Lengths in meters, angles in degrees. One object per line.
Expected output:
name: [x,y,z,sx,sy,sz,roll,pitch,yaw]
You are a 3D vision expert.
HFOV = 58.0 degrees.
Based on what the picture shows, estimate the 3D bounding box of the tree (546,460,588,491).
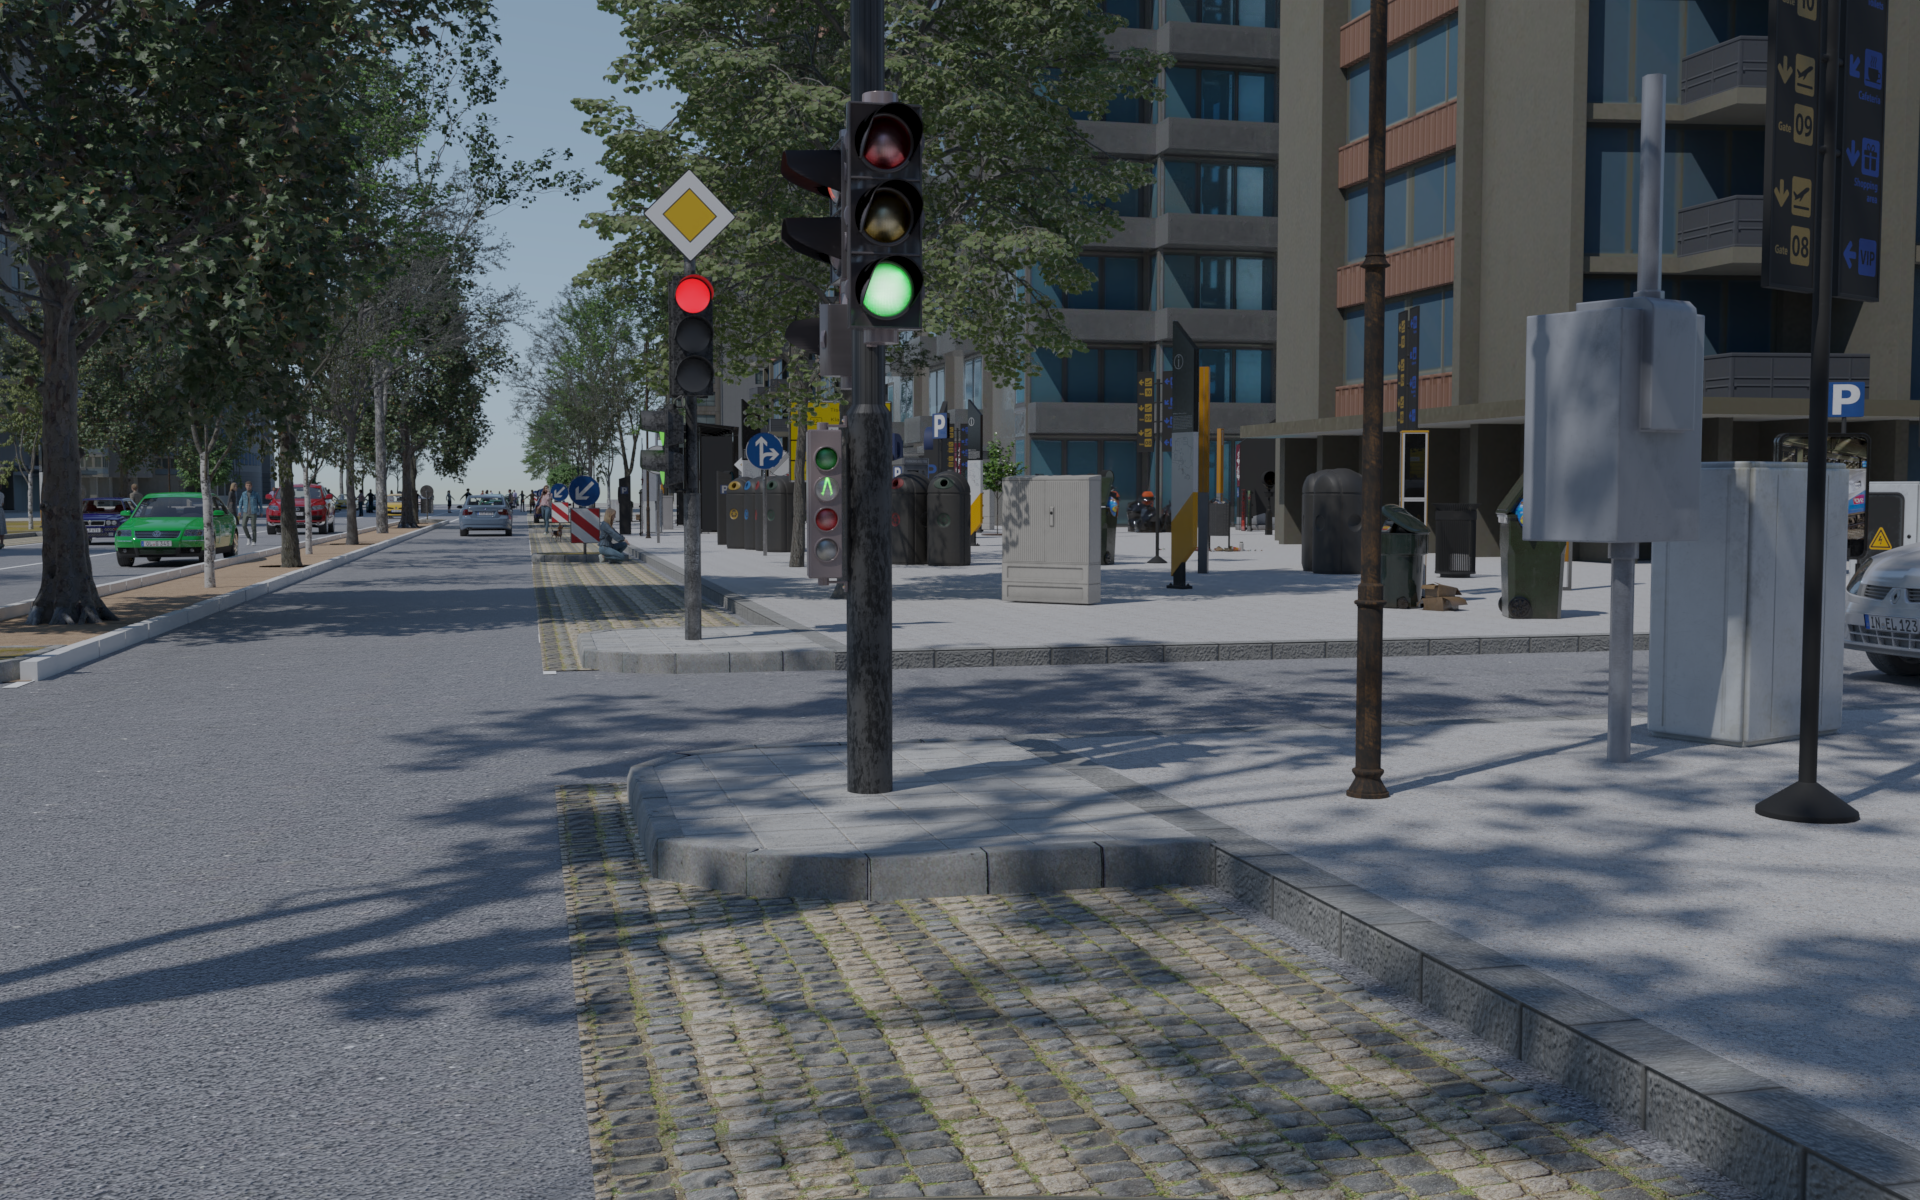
tree: [-42.176,-12.224,183.581,4.285,4.588,4.351,0,3,0]

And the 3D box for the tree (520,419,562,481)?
tree: [-55.429,-19.298,233.652,7.486,12.596,7.792,0,3,0]

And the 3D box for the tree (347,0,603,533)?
tree: [-19.527,-12.429,61.566,12.611,20.169,13.585,0,3,0]

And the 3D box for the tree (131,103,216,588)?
tree: [-11.334,-4.467,25.861,4.360,8.622,3.978,0,3,0]

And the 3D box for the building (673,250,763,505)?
building: [-28.378,-26.981,212.834,14.160,30.474,14.107,-1,4,-14]

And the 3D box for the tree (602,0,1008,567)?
tree: [-2.546,-5.861,30.248,7.601,10.594,8.767,-2,4,-25]

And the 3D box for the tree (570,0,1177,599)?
tree: [-0.971,-6.303,21.183,7.486,12.596,7.792,0,3,0]

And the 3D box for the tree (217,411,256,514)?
tree: [-47.148,-9.890,112.066,4.737,8.622,4.395,0,3,0]

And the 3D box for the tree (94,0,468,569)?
tree: [-13.147,-6.436,33.434,9.928,11.665,9.643,0,3,0]

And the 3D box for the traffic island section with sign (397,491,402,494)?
traffic island section with sign: [-69.317,-12.591,214.487,1.989,1.847,2.006,-1,4,-14]

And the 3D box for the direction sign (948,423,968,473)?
direction sign: [-0.081,-3.891,55.616,0.876,3.537,0.379,0,4,2]

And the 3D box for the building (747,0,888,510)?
building: [-5.487,-29.673,139.784,22.147,44.769,28.867,-1,4,-14]

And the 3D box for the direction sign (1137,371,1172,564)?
direction sign: [3.660,-2.449,32.031,0.876,3.537,0.379,3,4,36]

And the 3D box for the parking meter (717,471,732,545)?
parking meter: [-5.920,-2.321,43.661,0.399,1.863,0.255,-1,4,-11]

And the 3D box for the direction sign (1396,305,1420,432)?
direction sign: [5.492,-1.792,21.296,0.379,3.537,0.876,0,4,-1]

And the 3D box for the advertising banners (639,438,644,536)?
advertising banners: [-9.815,-3.497,53.370,0.090,3.025,2.074,0,4,-8]

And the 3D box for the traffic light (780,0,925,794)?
traffic light: [-2.429,-1.962,6.748,4.771,5.953,1.251,-1,4,-14]

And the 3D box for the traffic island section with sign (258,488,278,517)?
traffic island section with sign: [-42.481,-6.060,107.705,1.989,1.847,2.006,-1,4,-14]

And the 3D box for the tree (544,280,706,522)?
tree: [-15.236,-9.410,79.612,9.928,11.665,9.643,0,3,0]

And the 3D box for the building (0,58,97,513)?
building: [-78.183,-32.448,119.760,28.713,52.752,27.495,-1,4,-14]

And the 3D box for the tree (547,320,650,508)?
tree: [-14.983,-7.472,72.522,4.360,8.622,3.978,0,3,0]

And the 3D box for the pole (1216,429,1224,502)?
pole: [8.107,-3.678,53.979,0.158,3.312,0.155,0,3,0]

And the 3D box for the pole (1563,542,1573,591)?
pole: [8.049,-1.781,22.960,0.158,3.312,0.155,0,3,0]

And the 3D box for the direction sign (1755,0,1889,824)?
direction sign: [3.379,-0.906,6.806,0.876,3.537,0.379,-3,4,-37]

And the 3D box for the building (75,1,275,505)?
building: [-96.125,-40.748,208.231,21.231,58.520,28.212,-1,4,-14]

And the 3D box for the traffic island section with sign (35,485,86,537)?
traffic island section with sign: [-30.294,-3.093,59.205,1.989,1.847,2.006,-1,4,-14]

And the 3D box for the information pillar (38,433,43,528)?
information pillar: [-34.996,-4.567,66.029,0.183,3.616,0.504,-3,5,-39]

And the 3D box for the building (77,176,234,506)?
building: [-95.003,-29.989,182.209,32.217,40.220,23.993,-1,4,-14]

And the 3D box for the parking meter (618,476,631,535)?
parking meter: [-10.601,-2.997,54.713,0.399,1.863,0.255,0,4,-6]

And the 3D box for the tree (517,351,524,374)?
tree: [-23.241,-9.359,72.486,9.611,12.733,9.660,0,3,0]

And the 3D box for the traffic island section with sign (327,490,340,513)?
traffic island section with sign: [-49.064,-7.661,133.881,1.989,1.847,2.006,-1,4,-14]

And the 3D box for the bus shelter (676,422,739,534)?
bus shelter: [-8.655,-4.142,59.000,1.731,3.624,6.357,-1,4,-14]

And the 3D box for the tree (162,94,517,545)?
tree: [-17.139,-8.291,48.380,12.009,13.543,11.850,0,3,0]

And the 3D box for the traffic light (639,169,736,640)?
traffic light: [-2.368,-1.604,15.140,0.839,4.253,0.868,-1,4,-14]

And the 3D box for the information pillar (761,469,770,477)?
information pillar: [-5.457,-2.663,48.037,0.304,2.012,0.304,-2,4,-28]

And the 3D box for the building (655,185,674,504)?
building: [-29.844,-35.498,235.013,22.147,44.769,28.867,-1,4,-14]

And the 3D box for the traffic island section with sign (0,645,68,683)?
traffic island section with sign: [-8.270,-0.324,13.428,2.006,1.907,1.989,-1,4,-14]

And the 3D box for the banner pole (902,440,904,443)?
banner pole: [-2.709,-4.945,70.870,0.863,3.779,0.401,0,4,-6]

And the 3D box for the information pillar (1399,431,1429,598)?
information pillar: [5.285,-0.961,20.200,0.304,2.012,0.304,1,4,11]

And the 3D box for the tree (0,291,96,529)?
tree: [-33.814,-6.888,62.979,4.737,8.622,4.395,0,3,0]

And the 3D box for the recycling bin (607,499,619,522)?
recycling bin: [-16.138,-4.205,81.301,0.722,1.027,0.722,0,4,5]

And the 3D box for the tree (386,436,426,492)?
tree: [-76.927,-18.539,237.524,7.601,10.594,8.767,-2,4,-32]

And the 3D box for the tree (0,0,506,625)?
tree: [-9.911,-6.076,18.801,9.611,12.733,9.660,0,3,0]

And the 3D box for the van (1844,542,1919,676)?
van: [8.883,-0.383,13.270,4.112,2.044,2.013,-1,4,-13]

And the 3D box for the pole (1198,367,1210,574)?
pole: [3.928,-2.082,27.880,0.158,3.312,0.155,0,3,0]

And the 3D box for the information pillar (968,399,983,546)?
information pillar: [0.366,-3.135,42.610,0.183,3.616,0.504,-3,5,-41]

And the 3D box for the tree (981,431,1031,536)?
tree: [1.075,-3.614,53.695,1.663,3.219,1.824,0,3,0]

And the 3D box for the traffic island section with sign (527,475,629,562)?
traffic island section with sign: [-8.169,-1.741,37.092,1.989,1.847,2.006,-1,4,-14]

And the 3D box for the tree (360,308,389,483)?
tree: [-15.315,-5.360,40.461,4.360,8.622,3.978,0,3,0]

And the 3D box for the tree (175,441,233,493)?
tree: [-41.876,-6.872,96.070,4.285,4.588,4.351,0,3,0]

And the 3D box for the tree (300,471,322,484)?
tree: [-53.719,-9.121,143.723,1.663,3.219,1.824,0,3,0]

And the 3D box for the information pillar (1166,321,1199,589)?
information pillar: [3.016,-1.954,23.302,0.183,3.616,0.504,-2,4,-30]

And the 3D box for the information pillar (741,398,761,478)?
information pillar: [-5.140,-3.132,42.560,0.504,3.616,0.183,-2,4,-27]

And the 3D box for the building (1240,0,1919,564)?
building: [21.985,-23.738,42.736,28.867,44.769,22.147,-1,4,-14]

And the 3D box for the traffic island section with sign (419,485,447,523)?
traffic island section with sign: [-26.599,-4.781,86.305,2.006,1.907,1.989,-1,4,-14]

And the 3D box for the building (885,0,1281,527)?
building: [8.599,-28.100,79.041,23.786,49.044,30.456,-1,4,-14]

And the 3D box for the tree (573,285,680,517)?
tree: [-21.251,-11.518,98.683,12.009,13.543,11.850,0,3,0]

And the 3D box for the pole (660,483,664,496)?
pole: [-14.910,-5.681,86.723,0.158,3.312,0.155,0,3,0]
